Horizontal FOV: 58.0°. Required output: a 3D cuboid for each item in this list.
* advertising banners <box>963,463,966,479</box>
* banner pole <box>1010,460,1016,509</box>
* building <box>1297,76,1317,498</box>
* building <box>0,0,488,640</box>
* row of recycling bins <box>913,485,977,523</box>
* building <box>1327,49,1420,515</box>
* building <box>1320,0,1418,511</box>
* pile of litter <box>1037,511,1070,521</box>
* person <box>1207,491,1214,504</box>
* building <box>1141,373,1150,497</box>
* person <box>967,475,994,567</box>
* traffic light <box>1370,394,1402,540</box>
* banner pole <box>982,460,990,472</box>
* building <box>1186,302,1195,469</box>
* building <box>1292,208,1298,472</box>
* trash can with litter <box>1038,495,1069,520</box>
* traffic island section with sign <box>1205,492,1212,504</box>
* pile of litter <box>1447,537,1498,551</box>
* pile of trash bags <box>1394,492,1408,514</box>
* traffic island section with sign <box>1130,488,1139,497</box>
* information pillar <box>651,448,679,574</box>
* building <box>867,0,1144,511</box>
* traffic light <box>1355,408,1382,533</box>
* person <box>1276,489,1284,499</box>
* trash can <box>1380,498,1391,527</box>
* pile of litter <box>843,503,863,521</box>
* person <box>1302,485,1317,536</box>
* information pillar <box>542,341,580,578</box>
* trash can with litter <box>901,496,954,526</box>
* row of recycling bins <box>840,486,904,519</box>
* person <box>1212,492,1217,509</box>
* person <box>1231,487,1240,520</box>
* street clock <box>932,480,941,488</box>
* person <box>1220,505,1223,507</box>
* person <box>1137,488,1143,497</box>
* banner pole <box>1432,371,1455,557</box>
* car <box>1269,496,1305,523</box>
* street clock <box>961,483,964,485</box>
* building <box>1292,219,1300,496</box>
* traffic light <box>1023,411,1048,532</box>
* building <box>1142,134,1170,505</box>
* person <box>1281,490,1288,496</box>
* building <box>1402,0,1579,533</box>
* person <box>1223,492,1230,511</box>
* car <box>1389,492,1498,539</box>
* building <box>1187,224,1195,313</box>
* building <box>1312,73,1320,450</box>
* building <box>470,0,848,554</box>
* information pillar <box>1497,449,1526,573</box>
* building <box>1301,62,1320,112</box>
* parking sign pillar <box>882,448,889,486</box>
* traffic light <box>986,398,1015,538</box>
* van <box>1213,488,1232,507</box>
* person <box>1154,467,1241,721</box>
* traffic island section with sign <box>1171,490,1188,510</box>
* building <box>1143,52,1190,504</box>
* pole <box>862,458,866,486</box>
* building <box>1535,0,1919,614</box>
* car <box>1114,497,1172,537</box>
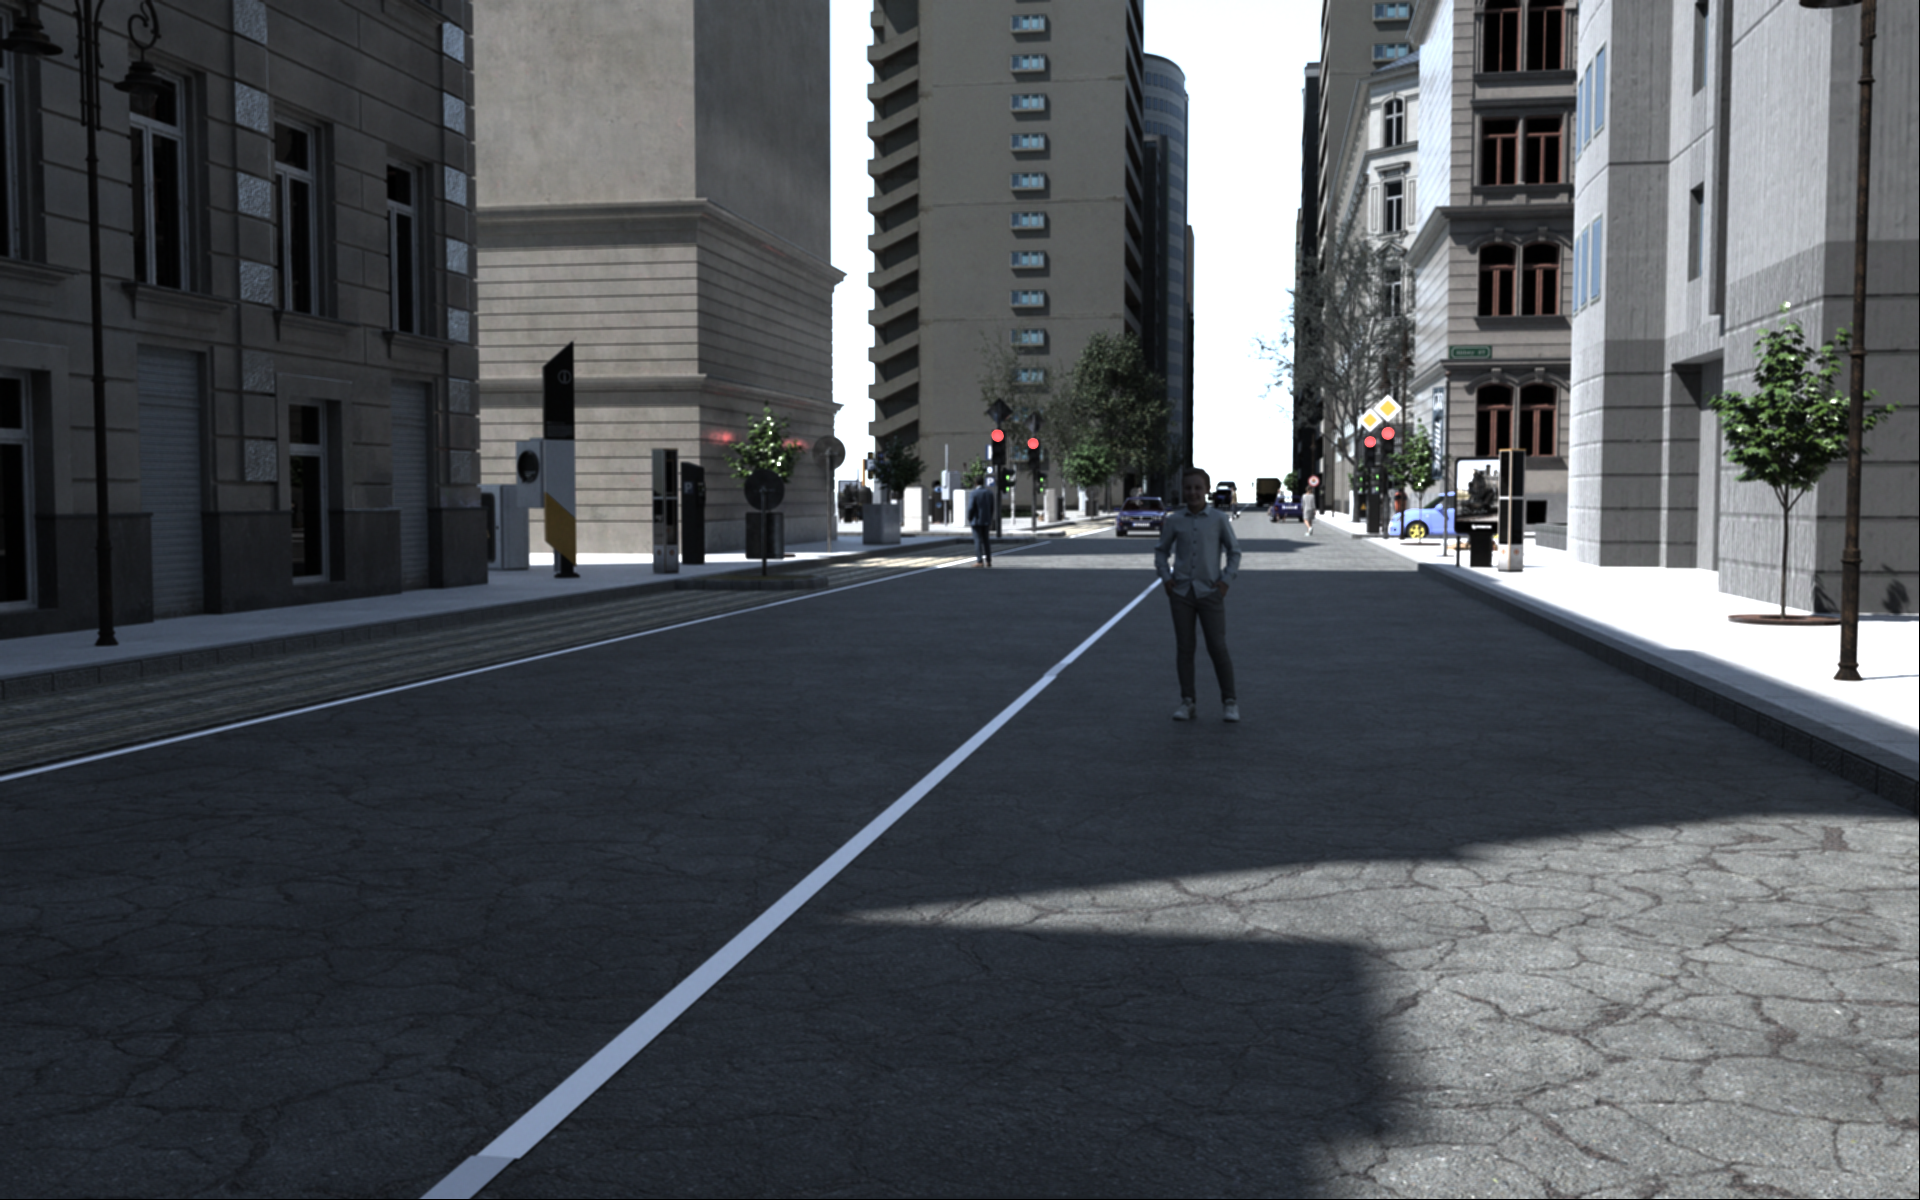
[{"bbox_3d":[0.470,-6.249,98.362,0.090,3.025,2.074,1,4,16],"label":"advertising banners"},{"bbox_3d":[3.846,-8.310,125.885,0.401,3.779,0.863,-2,4,-31],"label":"banner pole"},{"bbox_3d":[48.641,-34.732,191.565,21.300,48.544,21.600,1,4,10],"label":"building"},{"bbox_3d":[-14.377,-13.195,12.998,12.463,27.353,25.104,1,4,10],"label":"building"},{"bbox_3d":[-0.477,-4.275,77.017,3.534,1.692,1.069,1,4,11],"label":"row of recycling bins"},{"bbox_3d":[32.091,-20.206,106.781,17.030,29.872,44.131,1,4,10],"label":"building"},{"bbox_3d":[40.237,-31.605,140.443,21.300,48.544,21.600,1,4,10],"label":"building"},{"bbox_3d":[4.862,-4.578,88.811,1.719,0.858,1.176,0,4,6],"label":"pile of litter"},{"bbox_3d":[29.737,-11.926,203.486,1.348,1.824,0.705,1,4,16],"label":"person"},{"bbox_3d":[8.020,-52.440,170.068,22.319,86.520,31.000,1,4,10],"label":"building"},{"bbox_3d":[0.426,-1.548,33.991,0.721,1.800,0.419,-3,5,-41],"label":"person"},{"bbox_3d":[12.015,-3.664,48.835,0.839,4.253,0.868,1,4,10],"label":"traffic light"},{"bbox_3d":[1.705,-7.673,115.462,0.863,3.779,0.401,0,4,-8],"label":"banner pole"},{"bbox_3d":[28.641,-30.243,266.172,14.160,30.474,14.107,1,4,10],"label":"building"},{"bbox_3d":[63.917,-39.818,274.725,21.300,48.544,21.600,1,4,10],"label":"building"},{"bbox_3d":[4.632,-4.619,86.574,2.233,1.210,1.678,-3,5,-44],"label":"trash can with litter"},{"bbox_3d":[38.284,-15.690,265.152,1.989,1.847,2.006,1,4,10],"label":"traffic island section with sign"},{"bbox_3d":[11.776,-1.560,39.477,1.176,0.858,1.719,0,4,-5],"label":"pile of litter"},{"bbox_3d":[21.027,-4.163,77.817,1.912,1.369,3.447,-3,5,-45],"label":"pile of trash bags"},{"bbox_3d":[10.897,-6.027,107.176,1.989,1.847,2.006,1,4,10],"label":"traffic island section with sign"},{"bbox_3d":[-4.761,-1.437,27.995,0.304,2.012,0.304,3,4,39],"label":"information pillar"},{"bbox_3d":[3.954,-31.901,145.288,21.300,48.544,21.600,1,4,10],"label":"building"},{"bbox_3d":[13.379,-4.146,56.703,0.839,4.253,0.868,1,4,10],"label":"traffic light"},{"bbox_3d":[21.072,-6.445,114.270,0.834,1.777,0.661,-3,5,-44],"label":"person"},{"bbox_3d":[16.665,-3.471,68.407,0.748,1.137,0.748,0,3,0],"label":"trash can"},{"bbox_3d":[-5.175,-4.251,83.472,1.176,0.858,1.719,2,4,27],"label":"pile of litter"},{"bbox_3d":[12.032,-3.079,59.584,0.466,1.731,0.760,-1,4,-10],"label":"person"},{"bbox_3d":[-6.108,-2.147,26.466,0.504,3.616,0.183,-2,4,-34],"label":"information pillar"},{"bbox_3d":[-1.140,-3.891,74.667,1.678,1.210,2.233,-3,5,-40],"label":"trash can with litter"},{"bbox_3d":[-4.390,-4.982,88.572,3.534,1.692,1.069,0,4,1],"label":"row of recycling bins"},{"bbox_3d":[21.232,-8.219,144.344,0.415,1.643,0.593,-1,4,-17],"label":"person"},{"bbox_3d":[15.455,-5.456,97.618,0.836,1.842,0.656,-3,5,-42],"label":"person"},{"bbox_3d":[-1.252,-5.348,92.003,0.358,2.002,0.471,3,5,43],"label":"street clock"},{"bbox_3d":[29.183,-11.278,193.608,0.721,1.735,1.217,3,5,44],"label":"person"},{"bbox_3d":[9.980,-5.287,95.338,0.834,1.777,0.661,1,4,12],"label":"person"},{"bbox_3d":[9.883,-2.787,35.577,0.401,3.779,0.863,-1,4,-12],"label":"banner pole"},{"bbox_3d":[16.783,-4.646,88.544,1.945,1.354,3.894,1,4,8],"label":"car"},{"bbox_3d":[0.118,-7.452,126.413,0.358,2.002,0.471,-2,4,-33],"label":"street clock"},{"bbox_3d":[56.878,-35.137,258.090,14.154,41.232,14.086,1,4,10],"label":"building"},{"bbox_3d":[2.526,-4.259,58.562,0.839,4.253,0.868,1,4,10],"label":"traffic light"},{"bbox_3d":[15.828,-31.152,192.937,14.154,41.232,14.086,1,4,10],"label":"building"},{"bbox_3d":[29.259,-9.015,156.431,0.750,1.759,0.617,-1,4,-12],"label":"person"},{"bbox_3d":[28.208,-16.771,61.589,23.554,28.519,14.401,1,4,10],"label":"building"},{"bbox_3d":[22.497,-8.329,146.153,0.593,1.643,0.415,-1,4,-9],"label":"person"},{"bbox_3d":[14.967,-2.637,52.709,3.694,1.707,1.945,1,4,9],"label":"car"},{"bbox_3d":[30.573,-38.508,279.723,14.600,45.320,14.200,1,4,10],"label":"building"},{"bbox_3d":[45.249,-31.231,165.253,22.147,44.769,28.867,1,4,10],"label":"building"},{"bbox_3d":[-20.998,-13.851,45.545,34.723,24.649,14.460,1,4,10],"label":"building"},{"bbox_3d":[9.040,-1.462,28.395,0.304,2.012,0.304,-1,4,-22],"label":"information pillar"},{"bbox_3d":[57.037,-42.453,236.112,21.231,58.520,28.212,1,4,10],"label":"building"},{"bbox_3d":[-4.409,-6.950,102.106,1.447,3.967,1.447,0,4,-3],"label":"parking sign pillar"},{"bbox_3d":[1.162,-3.778,50.694,0.839,4.253,0.868,1,4,10],"label":"traffic light"},{"bbox_3d":[28.855,-11.293,189.030,2.240,2.365,5.245,1,4,12],"label":"van"},{"bbox_3d":[1.510,-0.045,11.044,0.589,1.601,0.330,2,4,25],"label":"person"},{"bbox_3d":[19.579,-9.088,157.219,1.989,1.847,2.006,1,4,10],"label":"traffic island section with sign"},{"bbox_3d":[19.183,-42.147,231.100,21.231,58.520,28.212,1,4,10],"label":"building"},{"bbox_3d":[-5.457,-6.389,98.297,0.158,3.312,0.155,0,3,0],"label":"pole"},{"bbox_3d":[21.930,-29.778,28.872,21.231,58.520,28.212,1,4,10],"label":"building"},{"bbox_3d":[6.241,-2.837,58.972,1.945,1.354,3.894,0,4,8],"label":"car"}]
